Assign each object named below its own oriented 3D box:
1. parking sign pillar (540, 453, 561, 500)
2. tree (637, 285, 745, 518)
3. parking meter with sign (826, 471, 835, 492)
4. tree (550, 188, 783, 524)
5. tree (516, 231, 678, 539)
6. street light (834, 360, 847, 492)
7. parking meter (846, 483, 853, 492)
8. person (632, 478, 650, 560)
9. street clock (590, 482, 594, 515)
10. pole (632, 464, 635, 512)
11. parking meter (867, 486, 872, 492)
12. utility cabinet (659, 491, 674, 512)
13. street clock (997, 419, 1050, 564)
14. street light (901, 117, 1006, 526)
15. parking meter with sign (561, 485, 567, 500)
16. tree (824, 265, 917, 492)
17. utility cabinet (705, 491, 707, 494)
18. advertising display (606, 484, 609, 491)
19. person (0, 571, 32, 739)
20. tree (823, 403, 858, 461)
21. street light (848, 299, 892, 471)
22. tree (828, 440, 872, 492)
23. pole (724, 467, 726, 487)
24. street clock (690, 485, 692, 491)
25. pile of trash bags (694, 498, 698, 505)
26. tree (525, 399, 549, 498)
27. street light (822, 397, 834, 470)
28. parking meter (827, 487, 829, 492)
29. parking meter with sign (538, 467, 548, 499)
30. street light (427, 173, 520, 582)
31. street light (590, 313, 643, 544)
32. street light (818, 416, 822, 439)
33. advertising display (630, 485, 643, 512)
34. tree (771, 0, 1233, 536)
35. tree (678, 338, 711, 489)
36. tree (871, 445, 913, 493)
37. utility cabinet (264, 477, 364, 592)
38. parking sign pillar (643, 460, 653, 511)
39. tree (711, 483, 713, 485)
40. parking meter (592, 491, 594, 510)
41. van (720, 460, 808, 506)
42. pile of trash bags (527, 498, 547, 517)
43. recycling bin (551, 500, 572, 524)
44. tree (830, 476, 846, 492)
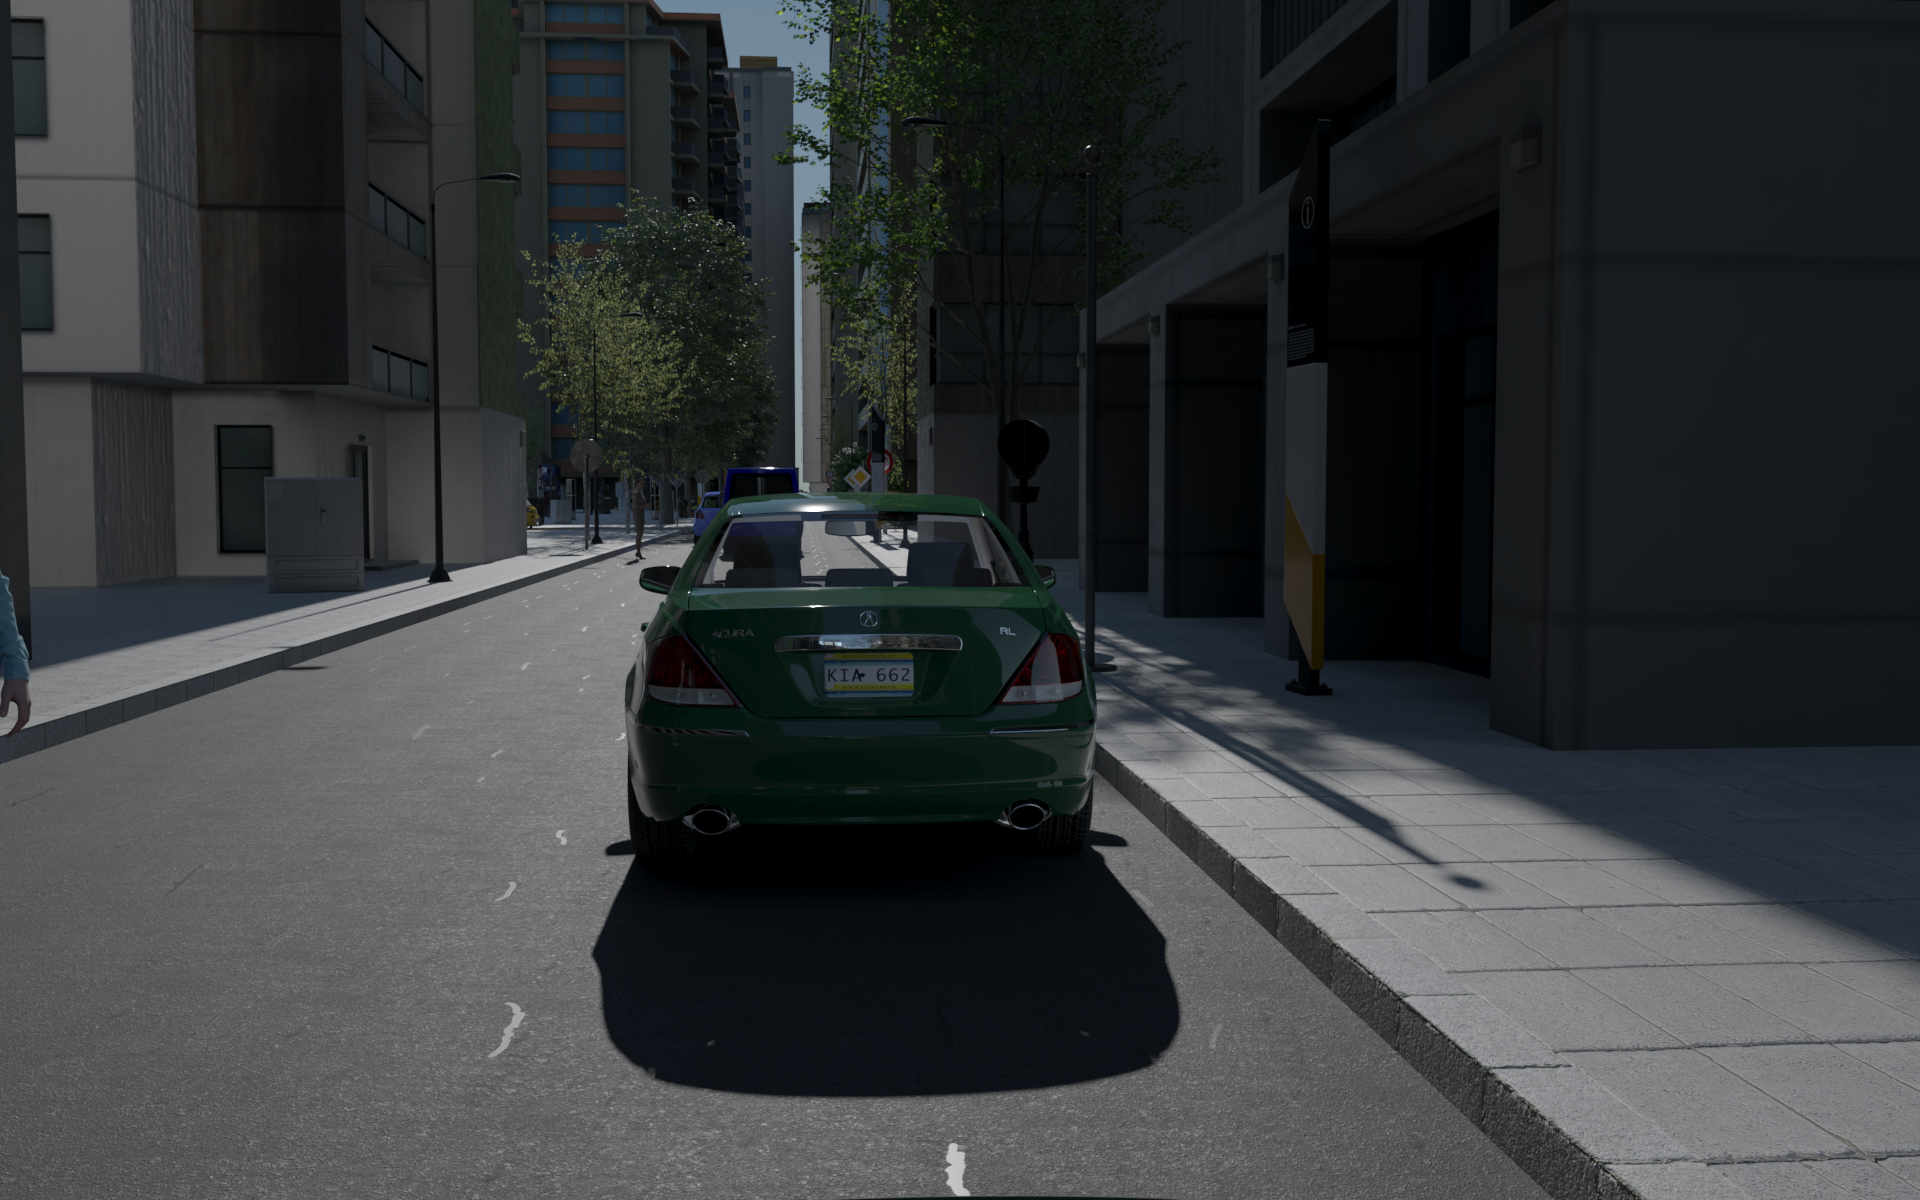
[{"bbox_3d":[-26.511,-7.561,112.096,1.447,3.967,1.447,1,4,17],"label":"parking sign pillar"},{"bbox_3d":[-15.060,-10.765,94.140,7.486,12.596,7.792,0,3,0],"label":"tree"},{"bbox_3d":[-9.678,-8.340,132.626,0.543,3.016,1.738,-2,4,-26],"label":"parking meter with sign"},{"bbox_3d":[-12.469,-10.225,73.841,9.857,13.997,8.962,0,3,0],"label":"tree"},{"bbox_3d":[-10.450,-6.007,48.577,4.360,8.622,3.978,0,3,0],"label":"tree"},{"bbox_3d":[-3.550,-5.367,60.286,1.470,5.913,1.316,0,4,-5],"label":"street light"},{"bbox_3d":[-5.031,-4.499,79.265,0.399,1.863,0.255,0,4,-1],"label":"parking meter"},{"bbox_3d":[-7.010,-1.788,38.076,0.374,1.781,0.599,0,4,5],"label":"person"},{"bbox_3d":[-22.458,-6.166,105.391,0.358,2.002,0.471,0,4,-7],"label":"street clock"},{"bbox_3d":[-22.188,-7.582,117.805,0.158,3.312,0.155,0,3,0],"label":"pole"},{"bbox_3d":[-2.743,-2.816,54.460,0.372,1.533,0.369,0,3,0],"label":"parking meter"},{"bbox_3d":[-18.980,-6.294,111.579,0.318,1.500,1.173,3,5,39],"label":"utility cabinet"},{"bbox_3d":[0.618,-0.753,16.878,0.471,2.002,0.358,1,4,16],"label":"street clock"},{"bbox_3d":[-0.022,-2.997,21.537,1.470,5.913,1.316,0,4,-5],"label":"street light"},{"bbox_3d":[-32.472,-8.885,141.525,0.543,3.016,1.738,1,4,16],"label":"parking meter with sign"},{"bbox_3d":[-2.197,-6.466,56.089,4.360,8.622,3.978,0,3,0],"label":"tree"},{"bbox_3d":[-18.304,-7.049,123.935,0.318,1.500,1.173,-1,4,-13],"label":"utility cabinet"},{"bbox_3d":[-23.188,-6.649,113.930,0.123,1.923,0.974,0,4,-8],"label":"advertising display"},{"bbox_3d":[-2.804,0.233,4.547,0.638,1.841,0.748,-3,4,-38],"label":"person"},{"bbox_3d":[-9.091,-11.510,138.553,4.737,8.622,4.395,0,3,0],"label":"tree"},{"bbox_3d":[-1.841,-4.190,41.054,1.470,5.913,1.316,0,4,-5],"label":"street light"},{"bbox_3d":[-6.421,-7.470,105.853,4.285,4.588,4.351,0,3,0],"label":"tree"},{"bbox_3d":[-15.766,-7.494,116.365,0.158,3.312,0.155,0,3,0],"label":"pole"},{"bbox_3d":[-21.156,-7.980,135.042,0.471,2.002,0.358,-2,4,-28],"label":"street clock"},{"bbox_3d":[-18.706,-7.437,131.352,1.912,1.369,3.447,3,5,42],"label":"pile of trash bags"},{"bbox_3d":[-32.232,-10.870,128.094,4.737,8.622,4.395,0,3,0],"label":"tree"},{"bbox_3d":[-5.742,-6.777,83.353,1.470,5.913,1.316,0,4,-5],"label":"street light"},{"bbox_3d":[-10.171,-7.867,134.333,0.255,1.863,0.399,-1,4,-9],"label":"parking meter"},{"bbox_3d":[-26.579,-6.958,110.022,0.543,3.016,1.738,0,4,-4],"label":"parking meter with sign"},{"bbox_3d":[-7.068,-3.220,25.194,1.470,5.913,1.316,0,4,-5],"label":"street light"},{"bbox_3d":[-8.802,-4.396,44.424,1.470,5.913,1.316,0,4,-5],"label":"street light"},{"bbox_3d":[-7.550,-7.970,102.844,1.470,5.913,1.316,0,4,-5],"label":"street light"},{"bbox_3d":[-23.636,-7.431,126.714,0.974,1.923,0.123,1,4,14],"label":"advertising display"},{"bbox_3d":[0.750,-6.291,28.612,9.928,11.665,9.643,0,3,0],"label":"tree"},{"bbox_3d":[-10.671,-6.448,55.784,4.360,8.622,3.978,0,3,0],"label":"tree"},{"bbox_3d":[-2.508,-4.520,68.501,1.663,3.219,1.824,0,3,0],"label":"tree"},{"bbox_3d":[-8.437,-0.854,22.648,1.173,1.500,0.318,-2,4,-27],"label":"utility cabinet"},{"bbox_3d":[-24.013,-8.903,134.035,1.447,3.967,1.447,1,4,16],"label":"parking sign pillar"},{"bbox_3d":[-16.347,-9.671,108.485,4.360,8.622,3.978,0,3,0],"label":"tree"},{"bbox_3d":[-26.572,-7.120,124.827,0.372,1.533,0.369,0,3,0],"label":"parking meter"},{"bbox_3d":[-4.858,-2.345,42.733,2.240,2.365,5.245,0,4,-6],"label":"van"},{"bbox_3d":[-24.993,-5.388,97.840,1.912,1.369,3.447,2,4,33],"label":"pile of trash bags"},{"bbox_3d":[-17.293,-3.824,75.077,0.722,1.027,0.722,-2,4,-31],"label":"recycling bin"},{"bbox_3d":[-7.833,-7.323,114.329,1.663,3.219,1.824,0,3,0],"label":"tree"}]
